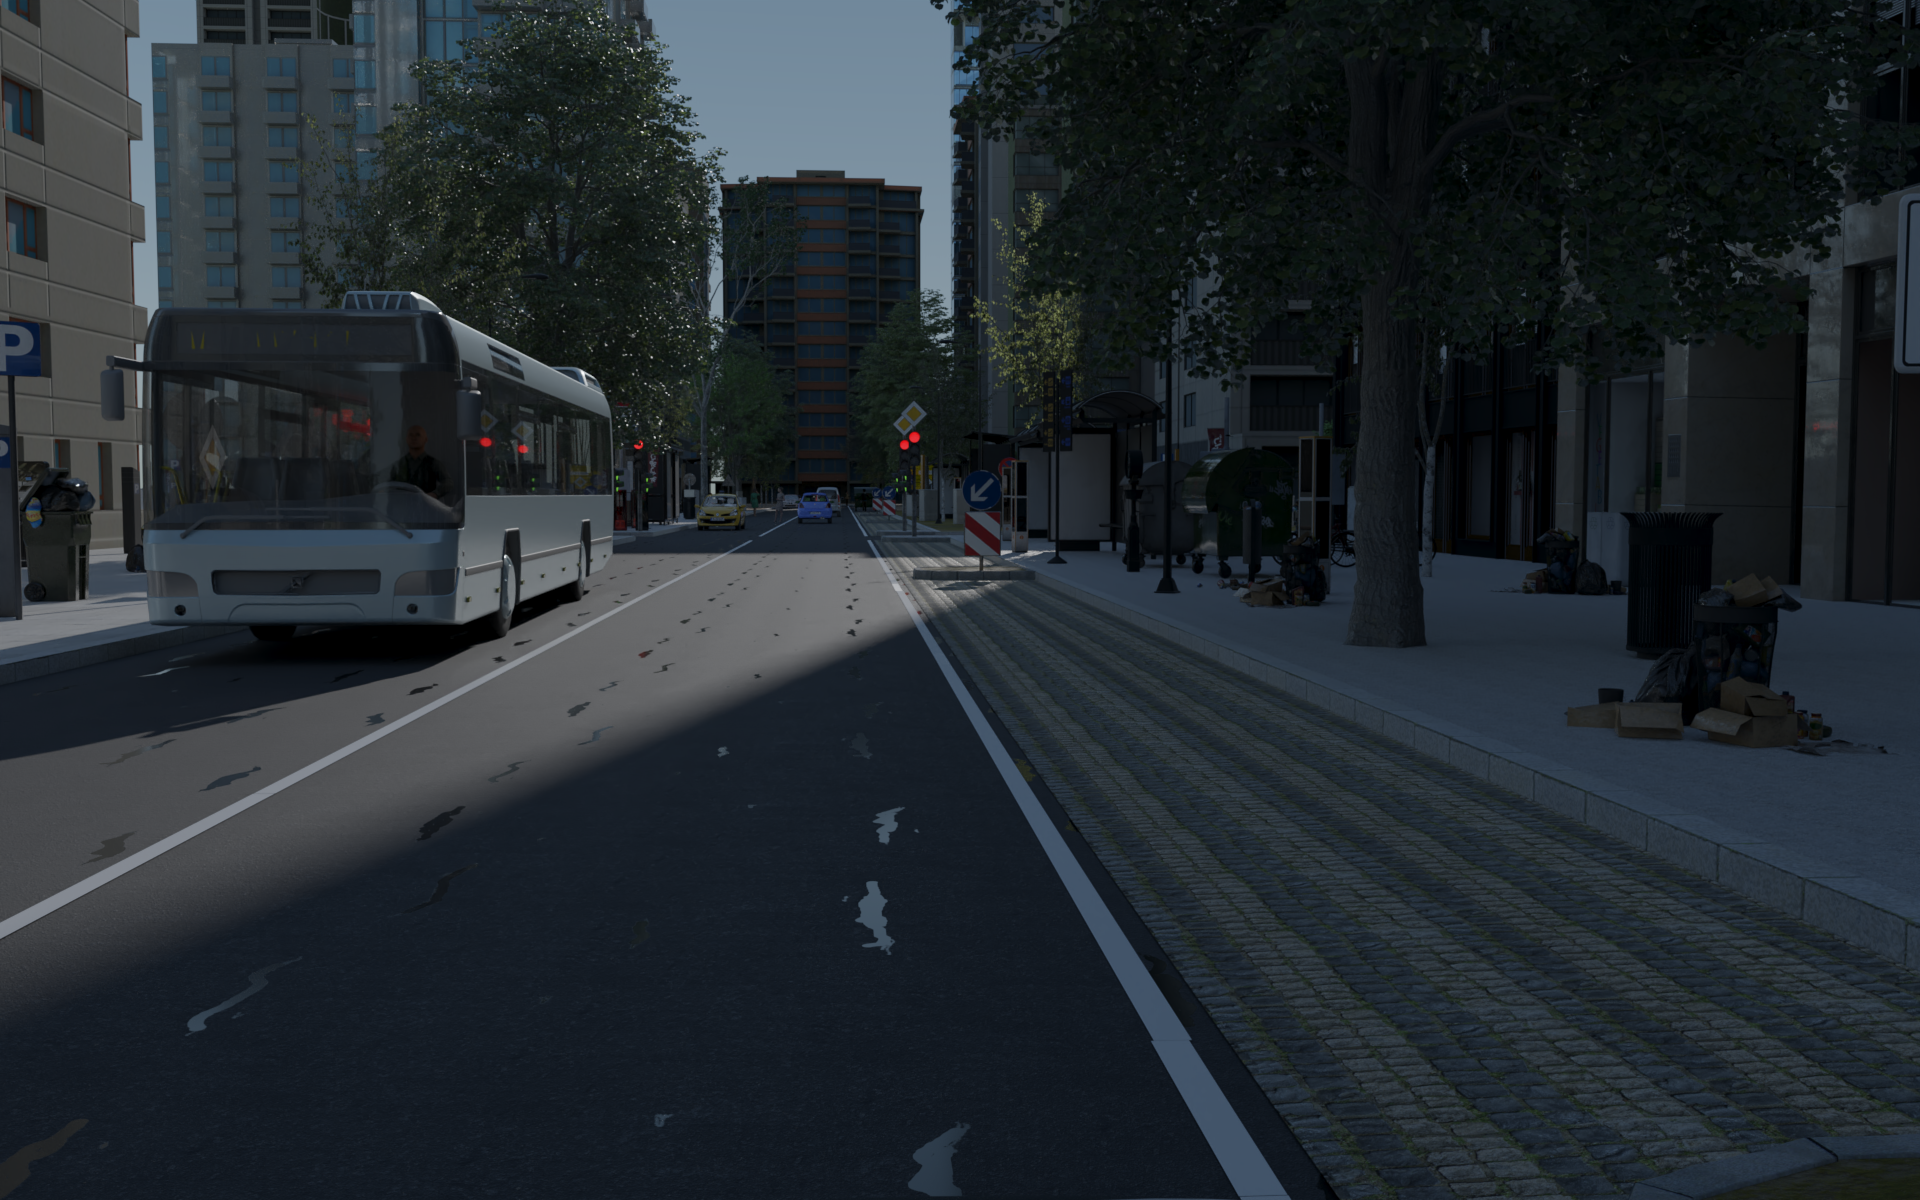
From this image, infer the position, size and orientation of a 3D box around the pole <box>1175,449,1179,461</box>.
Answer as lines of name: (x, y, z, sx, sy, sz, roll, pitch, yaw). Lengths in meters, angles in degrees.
pole: (9.823, -5.176, 78.474, 0.158, 3.312, 0.155, 0, 3, 0)

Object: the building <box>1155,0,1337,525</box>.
building: (20.960, -39.171, 78.705, 20.611, 71.187, 20.563, 0, 4, -4)

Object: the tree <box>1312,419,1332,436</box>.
tree: (14.559, -5.002, 65.497, 4.285, 4.588, 4.351, 0, 3, 0)

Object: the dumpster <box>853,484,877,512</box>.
dumpster: (-7.766, -8.411, 142.478, 1.985, 2.255, 1.502, 0, 4, -5)

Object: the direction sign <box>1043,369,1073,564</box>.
direction sign: (1.795, -2.440, 31.895, 0.379, 3.537, 0.876, -2, 4, -33)

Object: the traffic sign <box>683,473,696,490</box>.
traffic sign: (-16.549, -6.479, 106.039, 0.768, 2.556, 0.104, 0, 4, -3)

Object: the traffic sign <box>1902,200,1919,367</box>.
traffic sign: (3.511, -0.235, 5.974, 0.606, 2.300, 0.079, 0, 4, 5)

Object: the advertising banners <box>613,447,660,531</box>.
advertising banners: (-12.082, -4.187, 64.644, 2.074, 3.025, 0.090, 1, 4, 22)

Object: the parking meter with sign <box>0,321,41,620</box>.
parking meter with sign: (-10.177, -1.338, 18.141, 1.738, 3.016, 0.543, 3, 5, 45)

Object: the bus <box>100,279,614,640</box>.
bus: (-6.003, -1.534, 19.946, 2.948, 3.499, 13.247, 0, 4, -5)

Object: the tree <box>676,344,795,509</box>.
tree: (-15.854, -11.893, 120.214, 9.928, 11.665, 9.643, 0, 3, 0)

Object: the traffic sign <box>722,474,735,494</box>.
traffic sign: (-15.097, -6.906, 112.922, 0.884, 2.594, 0.081, 0, 4, -2)

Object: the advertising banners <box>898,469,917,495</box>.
advertising banners: (-2.913, -6.875, 108.591, 2.074, 3.025, 0.090, 1, 4, 13)

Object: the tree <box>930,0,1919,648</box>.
tree: (3.745, -6.586, 14.343, 9.857, 13.997, 8.962, 0, 3, 0)

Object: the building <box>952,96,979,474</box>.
building: (10.586, -32.724, 189.664, 22.147, 44.769, 28.867, 0, 4, -4)

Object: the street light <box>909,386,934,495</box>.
street light: (-1.460, -6.242, 74.601, 1.470, 5.913, 1.316, 0, 4, -4)

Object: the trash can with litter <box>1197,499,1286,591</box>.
trash can with litter: (4.098, -0.777, 23.769, 1.678, 1.210, 2.233, 0, 4, 7)

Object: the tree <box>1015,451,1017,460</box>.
tree: (2.913, -7.578, 107.612, 4.285, 4.588, 4.351, 0, 3, 0)

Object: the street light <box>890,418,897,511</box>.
street light: (-3.555, -8.075, 104.567, 1.470, 5.913, 1.316, 0, 4, -4)

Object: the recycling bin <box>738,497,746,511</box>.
recycling bin: (-16.579, -7.216, 130.532, 0.722, 1.027, 0.722, 2, 4, 24)

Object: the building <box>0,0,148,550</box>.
building: (-33.675, -11.192, 28.027, 28.899, 21.520, 27.650, 0, 4, -4)

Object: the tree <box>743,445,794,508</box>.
tree: (-21.799, -15.042, 196.294, 4.737, 8.622, 4.395, 0, 3, 0)

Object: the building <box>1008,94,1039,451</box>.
building: (10.367, -21.861, 129.136, 14.160, 30.474, 14.107, 0, 4, -4)

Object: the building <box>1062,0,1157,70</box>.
building: (12.535, -20.046, 99.446, 14.160, 30.474, 14.107, 0, 4, -4)

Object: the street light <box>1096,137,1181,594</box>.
street light: (2.152, -3.042, 22.285, 1.470, 5.913, 1.316, 0, 4, -4)

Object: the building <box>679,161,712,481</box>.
building: (-40.819, -35.551, 231.363, 14.200, 45.320, 14.600, 0, 4, -4)

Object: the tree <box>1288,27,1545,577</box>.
tree: (7.211, -4.677, 26.838, 4.360, 8.622, 3.978, 0, 3, 0)

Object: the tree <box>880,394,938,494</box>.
tree: (-3.574, -10.171, 116.662, 4.737, 8.622, 4.395, 0, 3, 0)

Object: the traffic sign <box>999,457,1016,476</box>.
traffic sign: (1.722, -3.667, 60.060, 0.768, 2.556, 0.104, 0, 4, 4)

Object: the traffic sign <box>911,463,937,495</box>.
traffic sign: (-2.293, -7.119, 110.272, 2.265, 3.308, 0.079, 0, 4, 3)

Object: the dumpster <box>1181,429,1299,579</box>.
dumpster: (4.373, -1.499, 27.002, 1.502, 2.255, 1.985, 0, 4, -4)

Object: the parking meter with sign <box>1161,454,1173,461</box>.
parking meter with sign: (8.907, -4.837, 75.347, 0.543, 3.016, 1.738, 0, 4, 1)

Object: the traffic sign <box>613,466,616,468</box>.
traffic sign: (-13.478, -4.038, 66.132, 0.768, 2.556, 0.104, 0, 4, 0)

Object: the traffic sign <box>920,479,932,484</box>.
traffic sign: (-2.138, -6.646, 109.852, 0.795, 2.450, 0.064, 0, 4, 2)

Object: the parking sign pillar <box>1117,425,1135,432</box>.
parking sign pillar: (5.180, -3.890, 52.076, 1.447, 3.967, 1.447, 2, 4, 29)

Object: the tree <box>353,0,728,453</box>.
tree: (-10.363, -8.375, 43.588, 9.857, 13.997, 8.962, 0, 3, 0)

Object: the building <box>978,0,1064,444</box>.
building: (12.223, -37.841, 160.702, 21.231, 58.520, 28.212, 0, 4, -4)

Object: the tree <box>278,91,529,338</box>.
tree: (-10.568, -5.018, 32.407, 4.360, 8.622, 3.978, 0, 3, 0)

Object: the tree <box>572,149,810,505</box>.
tree: (-15.461, -14.613, 94.803, 12.611, 20.169, 13.585, 0, 3, 0)

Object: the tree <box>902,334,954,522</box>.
tree: (-0.539, -7.965, 80.585, 4.360, 8.622, 3.978, 0, 3, 0)

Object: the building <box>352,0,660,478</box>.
building: (-37.773, -32.291, 147.563, 23.786, 49.044, 30.456, 0, 4, -4)

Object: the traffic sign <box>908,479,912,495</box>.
traffic sign: (-3.180, -6.570, 107.529, 0.768, 2.556, 0.104, 0, 4, 3)

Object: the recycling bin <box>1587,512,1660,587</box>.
recycling bin: (9.273, -0.713, 24.213, 0.722, 1.027, 0.722, -1, 4, -17)

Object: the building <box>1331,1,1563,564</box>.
building: (16.381, -12.690, 37.156, 12.332, 23.373, 15.834, 0, 4, -4)

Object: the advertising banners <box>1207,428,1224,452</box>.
advertising banners: (7.460, -3.014, 45.472, 2.074, 3.025, 0.090, 2, 4, 28)

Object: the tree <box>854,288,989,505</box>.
tree: (-2.296, -10.888, 96.139, 7.486, 12.596, 7.792, 0, 3, 0)

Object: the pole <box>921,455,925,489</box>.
pole: (-1.926, -5.881, 89.995, 0.158, 3.312, 0.155, 0, 3, 0)

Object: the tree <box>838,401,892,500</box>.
tree: (-9.059, -18.286, 209.338, 12.009, 13.543, 11.850, 0, 3, 0)

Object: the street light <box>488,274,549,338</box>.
street light: (-9.362, -3.919, 36.610, 1.470, 5.913, 1.316, 0, 4, -4)

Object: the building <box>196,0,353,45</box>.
building: (-87.274, -48.443, 230.287, 20.611, 71.187, 20.563, 0, 4, -4)

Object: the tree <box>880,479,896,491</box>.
tree: (-8.010, -11.997, 190.753, 1.663, 3.219, 1.824, 0, 3, 0)

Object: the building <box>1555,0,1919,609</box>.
building: (20.606, -12.670, 11.667, 19.350, 26.468, 34.151, 0, 4, -4)

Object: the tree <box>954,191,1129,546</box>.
tree: (2.343, -5.609, 42.067, 4.360, 8.622, 3.978, 0, 3, 0)

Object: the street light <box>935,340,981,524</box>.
street light: (0.062, -4.875, 52.251, 1.470, 5.913, 1.316, 0, 4, -4)

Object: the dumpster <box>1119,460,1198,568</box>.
dumpster: (3.570, -1.519, 30.592, 1.264, 1.857, 1.865, 0, 4, -4)

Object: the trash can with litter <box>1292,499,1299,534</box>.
trash can with litter: (8.760, -1.944, 43.169, 1.055, 1.170, 0.624, -2, 4, -31)

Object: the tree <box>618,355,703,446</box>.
tree: (-14.054, -8.010, 81.326, 4.360, 8.622, 3.978, 0, 3, 0)

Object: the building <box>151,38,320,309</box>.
building: (-68.836, -34.616, 185.583, 30.456, 49.044, 23.786, 0, 4, -4)

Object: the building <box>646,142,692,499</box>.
building: (-40.980, -30.113, 184.221, 23.993, 40.220, 32.217, 0, 4, -4)
